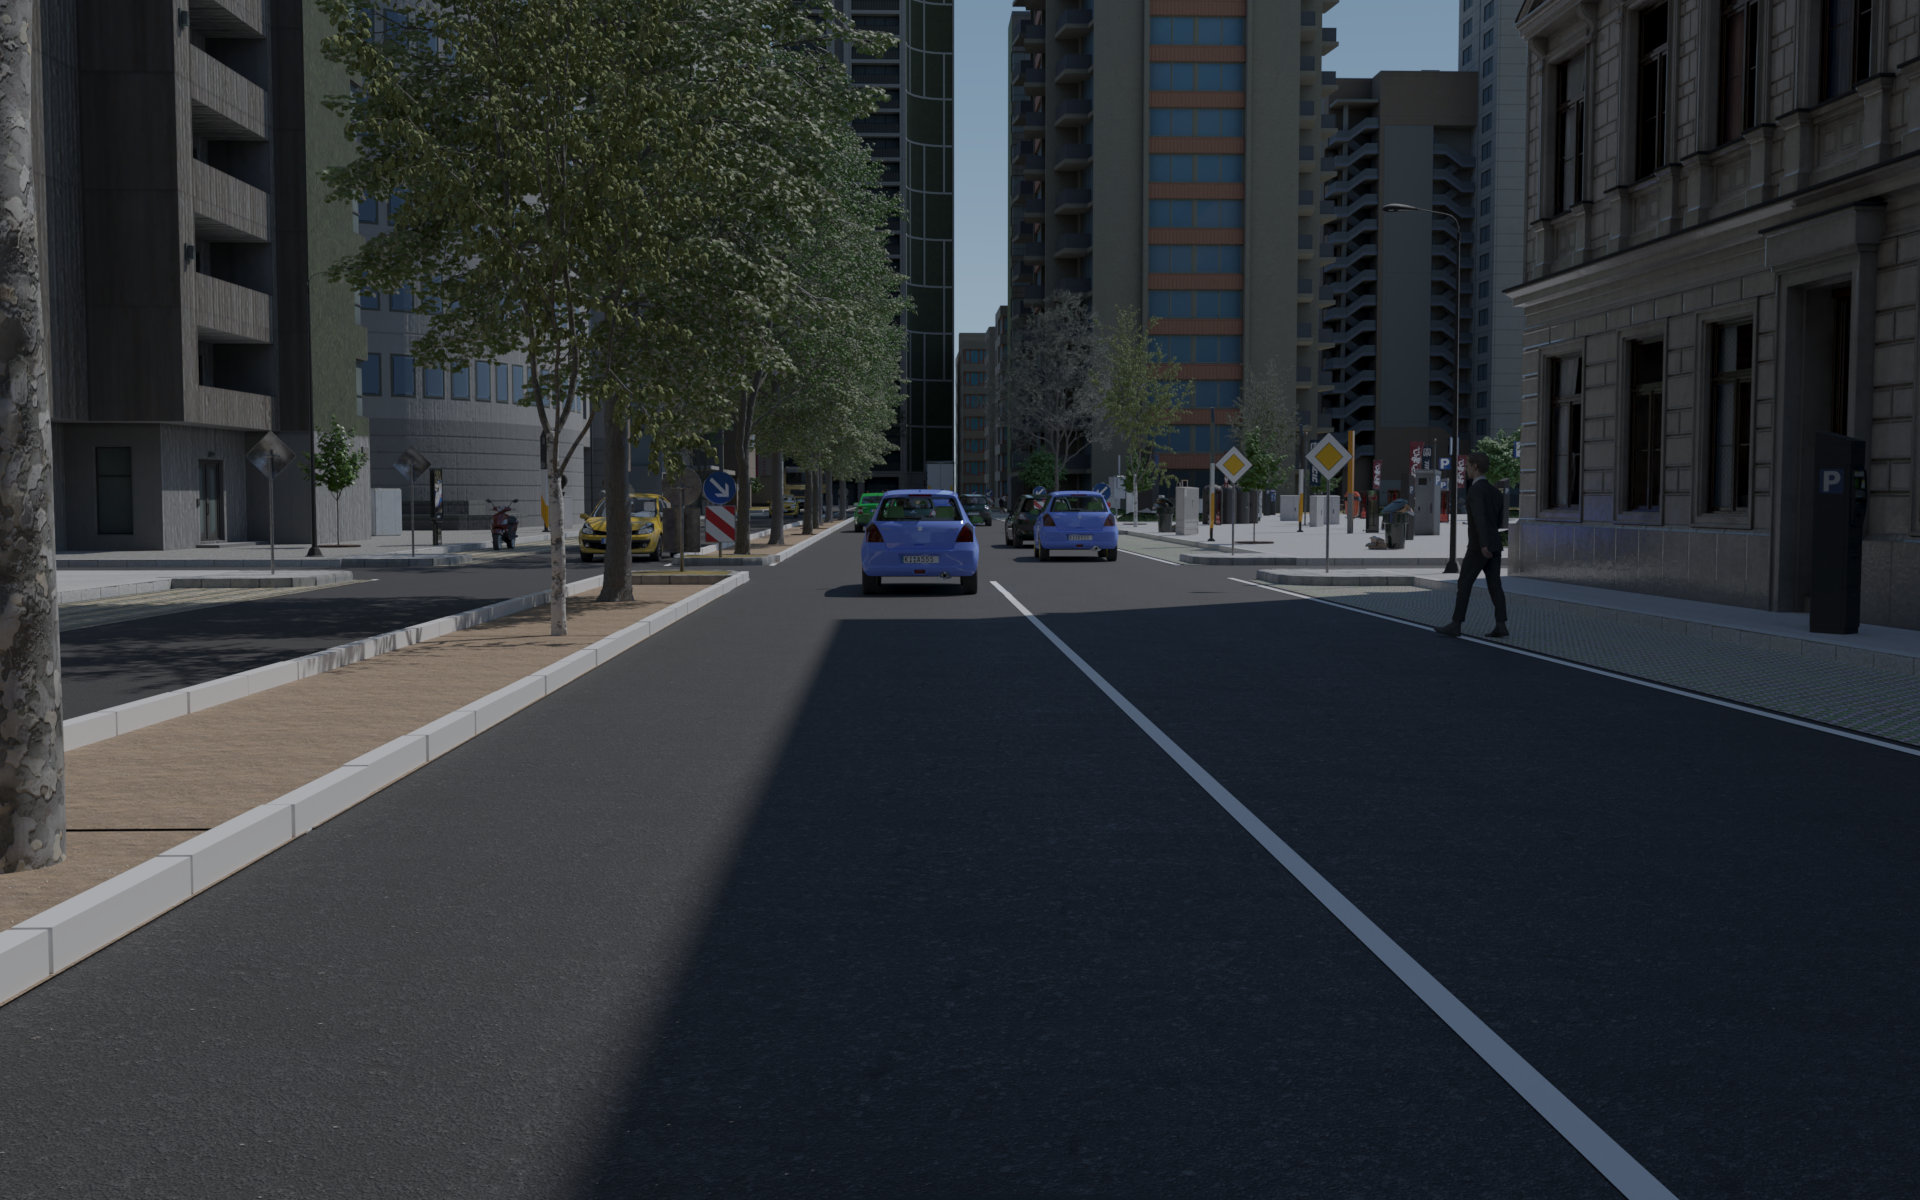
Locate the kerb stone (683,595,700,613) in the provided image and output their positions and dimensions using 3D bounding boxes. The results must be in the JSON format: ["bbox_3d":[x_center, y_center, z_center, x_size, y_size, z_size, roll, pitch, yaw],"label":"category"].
[{"bbox_3d":[-3.304,0.072,21.023,0.120,0.150,1.000,0,4,-2],"label":"kerb stone"}]

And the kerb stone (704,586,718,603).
[{"bbox_3d":[-3.375,-0.053,23.069,0.120,0.150,1.000,0,4,-2],"label":"kerb stone"}]

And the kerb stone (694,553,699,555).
[{"bbox_3d":[-6.029,-1.017,38.898,0.120,0.150,1.000,0,4,-2],"label":"kerb stone"}]

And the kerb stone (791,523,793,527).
[{"bbox_3d":[-7.212,-3.087,72.665,0.120,0.150,1.000,0,4,-2],"label":"kerb stone"}]

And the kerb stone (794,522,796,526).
[{"bbox_3d":[-7.286,-3.212,74.709,0.120,0.150,1.000,0,4,-2],"label":"kerb stone"}]

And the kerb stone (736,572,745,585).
[{"bbox_3d":[-3.514,-0.300,27.163,0.120,0.150,1.000,0,4,-2],"label":"kerb stone"}]

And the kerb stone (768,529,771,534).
[{"bbox_3d":[-6.781,-2.336,60.388,0.120,0.150,1.000,0,4,-2],"label":"kerb stone"}]

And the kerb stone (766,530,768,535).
[{"bbox_3d":[-6.749,-2.273,59.358,0.120,0.150,1.000,0,4,-2],"label":"kerb stone"}]

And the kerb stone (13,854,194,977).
[{"bbox_3d":[-2.768,1.015,5.634,0.120,0.150,1.000,0,4,-2],"label":"kerb stone"}]

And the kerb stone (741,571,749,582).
[{"bbox_3d":[-3.544,-0.367,28.193,0.120,0.150,1.000,0,4,-2],"label":"kerb stone"}]

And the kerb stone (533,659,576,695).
[{"bbox_3d":[-3.014,0.580,12.800,0.120,0.150,1.000,0,4,-2],"label":"kerb stone"}]

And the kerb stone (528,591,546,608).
[{"bbox_3d":[-5.443,0.014,21.974,0.120,0.150,1.000,0,4,-2],"label":"kerb stone"}]

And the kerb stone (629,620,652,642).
[{"bbox_3d":[-3.168,0.331,16.913,0.120,0.150,1.000,0,4,-2],"label":"kerb stone"}]

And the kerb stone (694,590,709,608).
[{"bbox_3d":[-3.340,0.009,22.047,0.120,0.150,1.000,0,4,-2],"label":"kerb stone"}]

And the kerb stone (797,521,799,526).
[{"bbox_3d":[-7.354,-3.338,76.770,0.120,0.150,1.000,0,4,-2],"label":"kerb stone"}]

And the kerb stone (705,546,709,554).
[{"bbox_3d":[-6.102,-1.147,40.942,0.120,0.150,1.000,0,4,-2],"label":"kerb stone"}]

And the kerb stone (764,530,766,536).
[{"bbox_3d":[-6.713,-2.205,58.330,0.120,0.150,1.000,0,4,-2],"label":"kerb stone"}]

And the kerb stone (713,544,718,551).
[{"bbox_3d":[-6.173,-1.272,42.987,0.120,0.150,1.000,0,4,-2],"label":"kerb stone"}]

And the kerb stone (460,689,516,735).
[{"bbox_3d":[-2.942,0.700,10.752,0.120,0.150,1.000,0,4,-2],"label":"kerb stone"}]

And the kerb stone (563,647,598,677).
[{"bbox_3d":[-3.056,0.518,13.828,0.120,0.150,1.000,0,4,-2],"label":"kerb stone"}]

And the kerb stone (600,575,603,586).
[{"bbox_3d":[-5.617,-0.300,27.101,0.120,0.150,1.000,0,4,-2],"label":"kerb stone"}]

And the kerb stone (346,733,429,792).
[{"bbox_3d":[-2.881,0.825,8.706,0.120,0.150,1.000,0,4,-2],"label":"kerb stone"}]

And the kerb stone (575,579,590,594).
[{"bbox_3d":[-5.547,-0.175,25.056,0.120,0.150,1.000,0,4,-2],"label":"kerb stone"}]

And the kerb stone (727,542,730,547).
[{"bbox_3d":[-6.286,-1.455,46.052,0.120,0.150,1.000,0,4,-2],"label":"kerb stone"}]

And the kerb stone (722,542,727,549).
[{"bbox_3d":[-6.241,-1.393,45.031,0.120,0.150,1.000,0,4,-2],"label":"kerb stone"}]

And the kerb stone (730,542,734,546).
[{"bbox_3d":[-6.308,-1.517,47.080,0.120,0.150,1.000,0,4,-2],"label":"kerb stone"}]

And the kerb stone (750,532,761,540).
[{"bbox_3d":[-6.637,-2.077,56.276,0.120,0.150,1.000,0,4,-2],"label":"kerb stone"}]

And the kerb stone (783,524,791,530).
[{"bbox_3d":[-7.175,-3.024,71.644,0.120,0.150,1.000,0,4,-2],"label":"kerb stone"}]

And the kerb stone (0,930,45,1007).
[{"bbox_3d":[-2.734,1.078,4.613,0.120,0.150,1.000,0,4,-2],"label":"kerb stone"}]

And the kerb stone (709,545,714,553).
[{"bbox_3d":[-6.133,-1.206,41.966,0.120,0.150,1.000,0,4,-2],"label":"kerb stone"}]

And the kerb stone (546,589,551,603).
[{"bbox_3d":[-5.462,-0.046,22.997,0.120,0.150,1.000,0,4,-2],"label":"kerb stone"}]

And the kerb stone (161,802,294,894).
[{"bbox_3d":[-2.806,0.950,6.657,0.120,0.150,1.000,0,4,-2],"label":"kerb stone"}]

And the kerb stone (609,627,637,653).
[{"bbox_3d":[-3.127,0.386,15.887,0.120,0.150,1.000,0,4,-2],"label":"kerb stone"}]

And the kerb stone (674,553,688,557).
[{"bbox_3d":[-5.964,-0.895,36.834,0.120,0.150,1.000,0,4,-2],"label":"kerb stone"}]

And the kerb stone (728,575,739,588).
[{"bbox_3d":[-3.484,-0.241,26.133,0.120,0.150,1.000,0,4,-2],"label":"kerb stone"}]

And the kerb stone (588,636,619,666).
[{"bbox_3d":[-3.085,0.451,14.857,0.120,0.150,1.000,0,4,-2],"label":"kerb stone"}]

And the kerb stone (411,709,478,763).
[{"bbox_3d":[-2.908,0.763,9.727,0.120,0.150,1.000,0,4,-2],"label":"kerb stone"}]

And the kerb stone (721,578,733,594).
[{"bbox_3d":[-3.442,-0.178,25.112,0.120,0.150,1.000,0,4,-2],"label":"kerb stone"}]

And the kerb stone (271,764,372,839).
[{"bbox_3d":[-2.836,0.892,7.685,0.120,0.150,1.000,0,4,-2],"label":"kerb stone"}]

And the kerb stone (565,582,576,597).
[{"bbox_3d":[-5.510,-0.110,24.022,0.120,0.150,1.000,0,4,-2],"label":"kerb stone"}]

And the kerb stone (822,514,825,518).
[{"bbox_3d":[-8.500,-5.345,109.582,0.120,0.150,1.000,0,4,-2],"label":"kerb stone"}]

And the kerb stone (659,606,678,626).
[{"bbox_3d":[-3.238,0.200,18.980,0.120,0.150,1.000,0,4,-2],"label":"kerb stone"}]

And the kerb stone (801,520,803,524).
[{"bbox_3d":[-7.459,-3.526,79.838,0.120,0.150,1.000,0,4,-2],"label":"kerb stone"}]

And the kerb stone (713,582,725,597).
[{"bbox_3d":[-3.410,-0.112,24.090,0.120,0.150,1.000,0,4,-2],"label":"kerb stone"}]

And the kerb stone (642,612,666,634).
[{"bbox_3d":[-3.199,0.260,17.945,0.120,0.150,1.000,0,4,-2],"label":"kerb stone"}]

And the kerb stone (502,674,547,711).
[{"bbox_3d":[-2.986,0.644,11.778,0.120,0.150,1.000,0,4,-2],"label":"kerb stone"}]

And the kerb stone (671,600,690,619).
[{"bbox_3d":[-3.272,0.134,20.001,0.120,0.150,1.000,0,4,-2],"label":"kerb stone"}]

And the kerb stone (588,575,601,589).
[{"bbox_3d":[-5.585,-0.237,26.077,0.120,0.150,1.000,0,4,-2],"label":"kerb stone"}]

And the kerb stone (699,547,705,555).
[{"bbox_3d":[-6.065,-1.084,39.920,0.120,0.150,1.000,0,4,-2],"label":"kerb stone"}]

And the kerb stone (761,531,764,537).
[{"bbox_3d":[-6.680,-2.147,57.302,0.120,0.150,1.000,0,4,-2],"label":"kerb stone"}]

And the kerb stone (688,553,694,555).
[{"bbox_3d":[-5.996,-0.948,37.867,0.120,0.150,1.000,0,4,-2],"label":"kerb stone"}]
